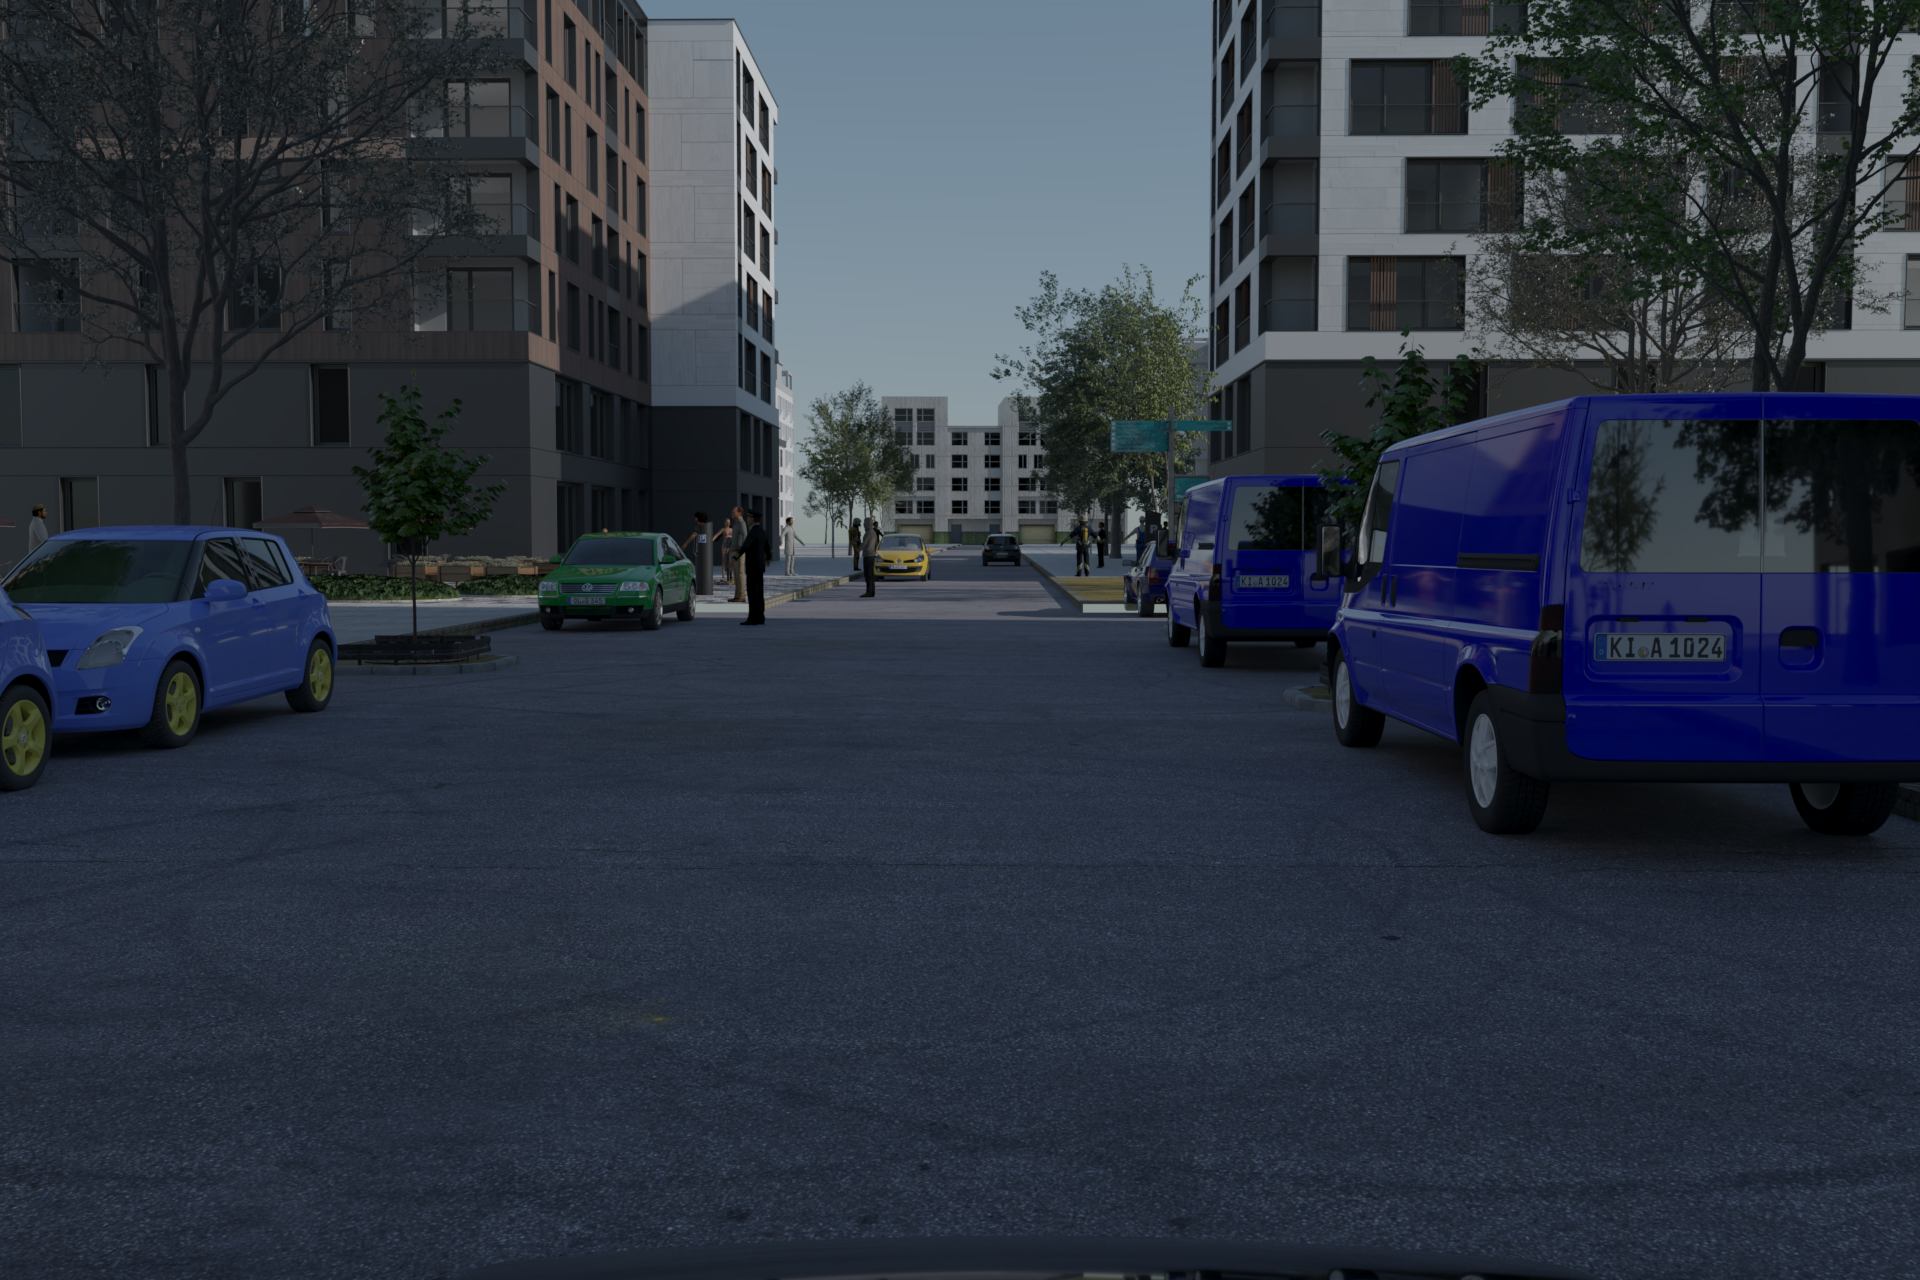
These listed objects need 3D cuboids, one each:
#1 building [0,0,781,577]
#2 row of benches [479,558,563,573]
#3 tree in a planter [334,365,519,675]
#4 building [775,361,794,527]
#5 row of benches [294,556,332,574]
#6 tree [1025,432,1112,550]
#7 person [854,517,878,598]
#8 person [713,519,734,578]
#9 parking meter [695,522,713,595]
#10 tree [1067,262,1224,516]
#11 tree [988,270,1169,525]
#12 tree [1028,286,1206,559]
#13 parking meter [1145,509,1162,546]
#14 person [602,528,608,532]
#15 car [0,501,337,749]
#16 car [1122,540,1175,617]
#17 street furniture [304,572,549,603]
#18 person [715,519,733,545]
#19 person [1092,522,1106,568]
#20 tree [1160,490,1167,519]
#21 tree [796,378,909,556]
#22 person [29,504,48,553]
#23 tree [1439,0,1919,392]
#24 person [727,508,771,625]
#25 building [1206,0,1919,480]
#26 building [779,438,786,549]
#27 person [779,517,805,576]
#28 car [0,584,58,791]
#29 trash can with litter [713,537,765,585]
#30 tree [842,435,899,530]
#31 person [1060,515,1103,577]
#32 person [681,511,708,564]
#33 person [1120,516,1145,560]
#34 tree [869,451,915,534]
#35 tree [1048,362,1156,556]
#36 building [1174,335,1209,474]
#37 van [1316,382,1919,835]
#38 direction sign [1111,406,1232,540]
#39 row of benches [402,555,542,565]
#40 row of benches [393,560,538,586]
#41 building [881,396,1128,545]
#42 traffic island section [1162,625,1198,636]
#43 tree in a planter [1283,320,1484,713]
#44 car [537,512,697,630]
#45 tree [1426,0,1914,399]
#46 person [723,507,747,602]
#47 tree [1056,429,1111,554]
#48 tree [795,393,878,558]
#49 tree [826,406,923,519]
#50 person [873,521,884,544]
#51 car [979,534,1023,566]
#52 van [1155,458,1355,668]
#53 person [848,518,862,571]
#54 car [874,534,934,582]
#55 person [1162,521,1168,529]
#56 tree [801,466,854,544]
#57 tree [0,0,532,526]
[{"bbox_3d":[-22.906,-13.650,67.149,27.936,21.610,32.646,0,4,1],"label":"building"},{"bbox_3d":[-10.490,-1.769,44.392,4.104,0.672,1.422,1,4,13],"label":"row of benches"},{"bbox_3d":[-5.853,-1.301,18.498,1.991,3.239,1.994,0,4,1],"label":"tree in a planter"},{"bbox_3d":[-24.661,-20.398,189.923,16.016,20.090,11.380,0,4,1],"label":"building"},{"bbox_3d":[-19.320,-1.940,47.181,4.104,0.672,1.422,-1,4,-15],"label":"row of benches"},{"bbox_3d":[9.263,-12.415,137.396,8.767,10.594,7.601,0,4,6],"label":"tree"},{"bbox_3d":[-2.091,-1.871,39.184,0.705,1.813,1.348,1,4,15],"label":"person"},{"bbox_3d":[-6.699,-2.651,50.147,1.217,1.733,0.721,-2,4,-32],"label":"person"},{"bbox_3d":[-5.368,-1.707,36.321,0.372,1.533,0.369,0,3,0],"label":"parking meter"},{"bbox_3d":[5.193,-5.874,46.400,4.737,8.622,4.395,0,3,0],"label":"tree"},{"bbox_3d":[8.390,-16.405,124.117,12.611,20.169,13.585,0,3,0],"label":"tree"},{"bbox_3d":[8.251,-11.254,90.666,9.857,13.997,8.962,0,3,0],"label":"tree"},{"bbox_3d":[4.519,-2.124,40.443,0.399,1.863,0.255,0,4,0],"label":"parking meter"},{"bbox_3d":[-9.520,-2.269,46.370,0.991,1.433,0.599,0,4,0],"label":"person"},{"bbox_3d":[-6.012,-0.190,12.702,1.945,1.707,3.694,0,4,1],"label":"car"},{"bbox_3d":[3.946,-1.143,31.275,1.945,1.354,3.894,0,3,0],"label":"car"},{"bbox_3d":[-13.091,-1.201,35.265,10.072,0.657,5.734,0,4,2],"label":"street furniture"},{"bbox_3d":[-7.998,-3.312,60.376,1.346,1.802,0.704,1,4,22],"label":"person"},{"bbox_3d":[5.238,-3.585,65.337,0.721,1.740,1.216,-1,4,-16],"label":"person"},{"bbox_3d":[30.519,-19.544,226.193,9.857,13.997,8.962,0,3,0],"label":"tree"},{"bbox_3d":[-6.247,-10.294,102.717,7.601,10.594,8.767,-3,5,-40],"label":"tree"},{"bbox_3d":[-16.507,-1.532,31.133,0.704,1.819,1.344,-3,4,-36],"label":"person"},{"bbox_3d":[9.761,-5.794,20.491,9.928,11.665,9.643,0,3,0],"label":"tree"},{"bbox_3d":[-3.259,-1.157,27.303,0.705,1.837,1.347,1,4,20],"label":"person"},{"bbox_3d":[23.258,-13.616,66.592,27.936,21.610,32.646,0,4,1],"label":"building"},{"bbox_3d":[-20.209,-13.116,156.599,9.099,9.664,28.070,0,4,2],"label":"building"},{"bbox_3d":[-5.199,-2.870,53.111,0.705,1.806,1.347,2,4,26],"label":"person"},{"bbox_3d":[-6.089,0.072,8.412,1.945,1.707,3.694,0,4,1],"label":"car"},{"bbox_3d":[-5.740,-2.033,44.290,1.678,1.210,2.233,0,4,0],"label":"trash can with litter"},{"bbox_3d":[-6.023,-10.133,116.029,4.737,8.622,4.395,0,3,0],"label":"tree"},{"bbox_3d":[3.682,-2.827,52.001,1.354,1.856,0.705,-1,4,-13],"label":"person"},{"bbox_3d":[-6.196,-2.143,41.185,0.704,1.843,1.345,1,4,21],"label":"person"},{"bbox_3d":[5.601,-2.902,53.310,1.347,1.847,0.705,0,4,0],"label":"person"},{"bbox_3d":[-6.199,-11.283,134.841,4.360,8.622,3.978,0,3,0],"label":"tree"},{"bbox_3d":[8.739,-10.760,101.675,9.928,11.665,9.643,0,3,0],"label":"tree"},{"bbox_3d":[24.930,-18.789,163.615,16.016,20.090,11.380,0,4,1],"label":"building"},{"bbox_3d":[3.462,-0.338,9.906,2.240,2.365,5.245,0,4,1],"label":"van"},{"bbox_3d":[4.404,-2.876,35.788,2.525,3.948,1.411,0,4,2],"label":"direction sign"},{"bbox_3d":[-14.021,-2.091,49.655,4.104,0.672,1.422,0,3,0],"label":"row of benches"},{"bbox_3d":[-11.567,-1.512,40.184,4.104,0.672,1.422,2,4,29],"label":"row of benches"},{"bbox_3d":[5.464,-22.046,229.364,31.486,18.905,16.747,0,4,-2],"label":"building"},{"bbox_3d":[3.964,-0.138,25.117,1.991,0.108,1.994,0,4,0],"label":"traffic island section"},{"bbox_3d":[3.782,-1.057,14.511,1.991,3.239,1.994,0,4,1],"label":"tree in a planter"},{"bbox_3d":[-5.326,-1.129,27.252,1.959,1.807,4.718,0,4,1],"label":"car"},{"bbox_3d":[15.315,-7.832,38.421,12.009,13.543,11.850,0,3,0],"label":"tree"},{"bbox_3d":[-4.194,-1.610,32.591,0.705,1.796,1.348,-1,4,-21],"label":"person"},{"bbox_3d":[8.566,-9.882,111.927,4.360,8.622,3.978,0,3,0],"label":"tree"},{"bbox_3d":[-6.470,-8.620,91.301,4.737,8.622,4.395,0,3,0],"label":"tree"},{"bbox_3d":[-6.101,-11.560,123.422,8.767,10.594,7.601,3,4,37],"label":"tree"},{"bbox_3d":[-3.381,-3.905,70.031,0.705,1.806,1.347,3,5,41],"label":"person"},{"bbox_3d":[1.867,-4.202,78.490,2.009,1.686,4.222,0,4,1],"label":"car"},{"bbox_3d":[3.555,-0.969,20.233,2.240,2.365,5.245,0,4,0],"label":"van"},{"bbox_3d":[-3.585,-3.348,60.516,0.705,1.858,1.354,0,4,-1],"label":"person"},{"bbox_3d":[-1.796,-2.644,53.459,2.015,1.641,3.980,0,4,1],"label":"car"},{"bbox_3d":[8.291,-3.885,69.658,0.704,1.812,1.346,-2,4,-24],"label":"person"},{"bbox_3d":[-17.470,-18.023,229.090,7.601,10.594,8.767,0,4,-5],"label":"tree"},{"bbox_3d":[-11.049,-6.981,24.508,12.009,13.543,11.850,0,3,0],"label":"tree"}]
